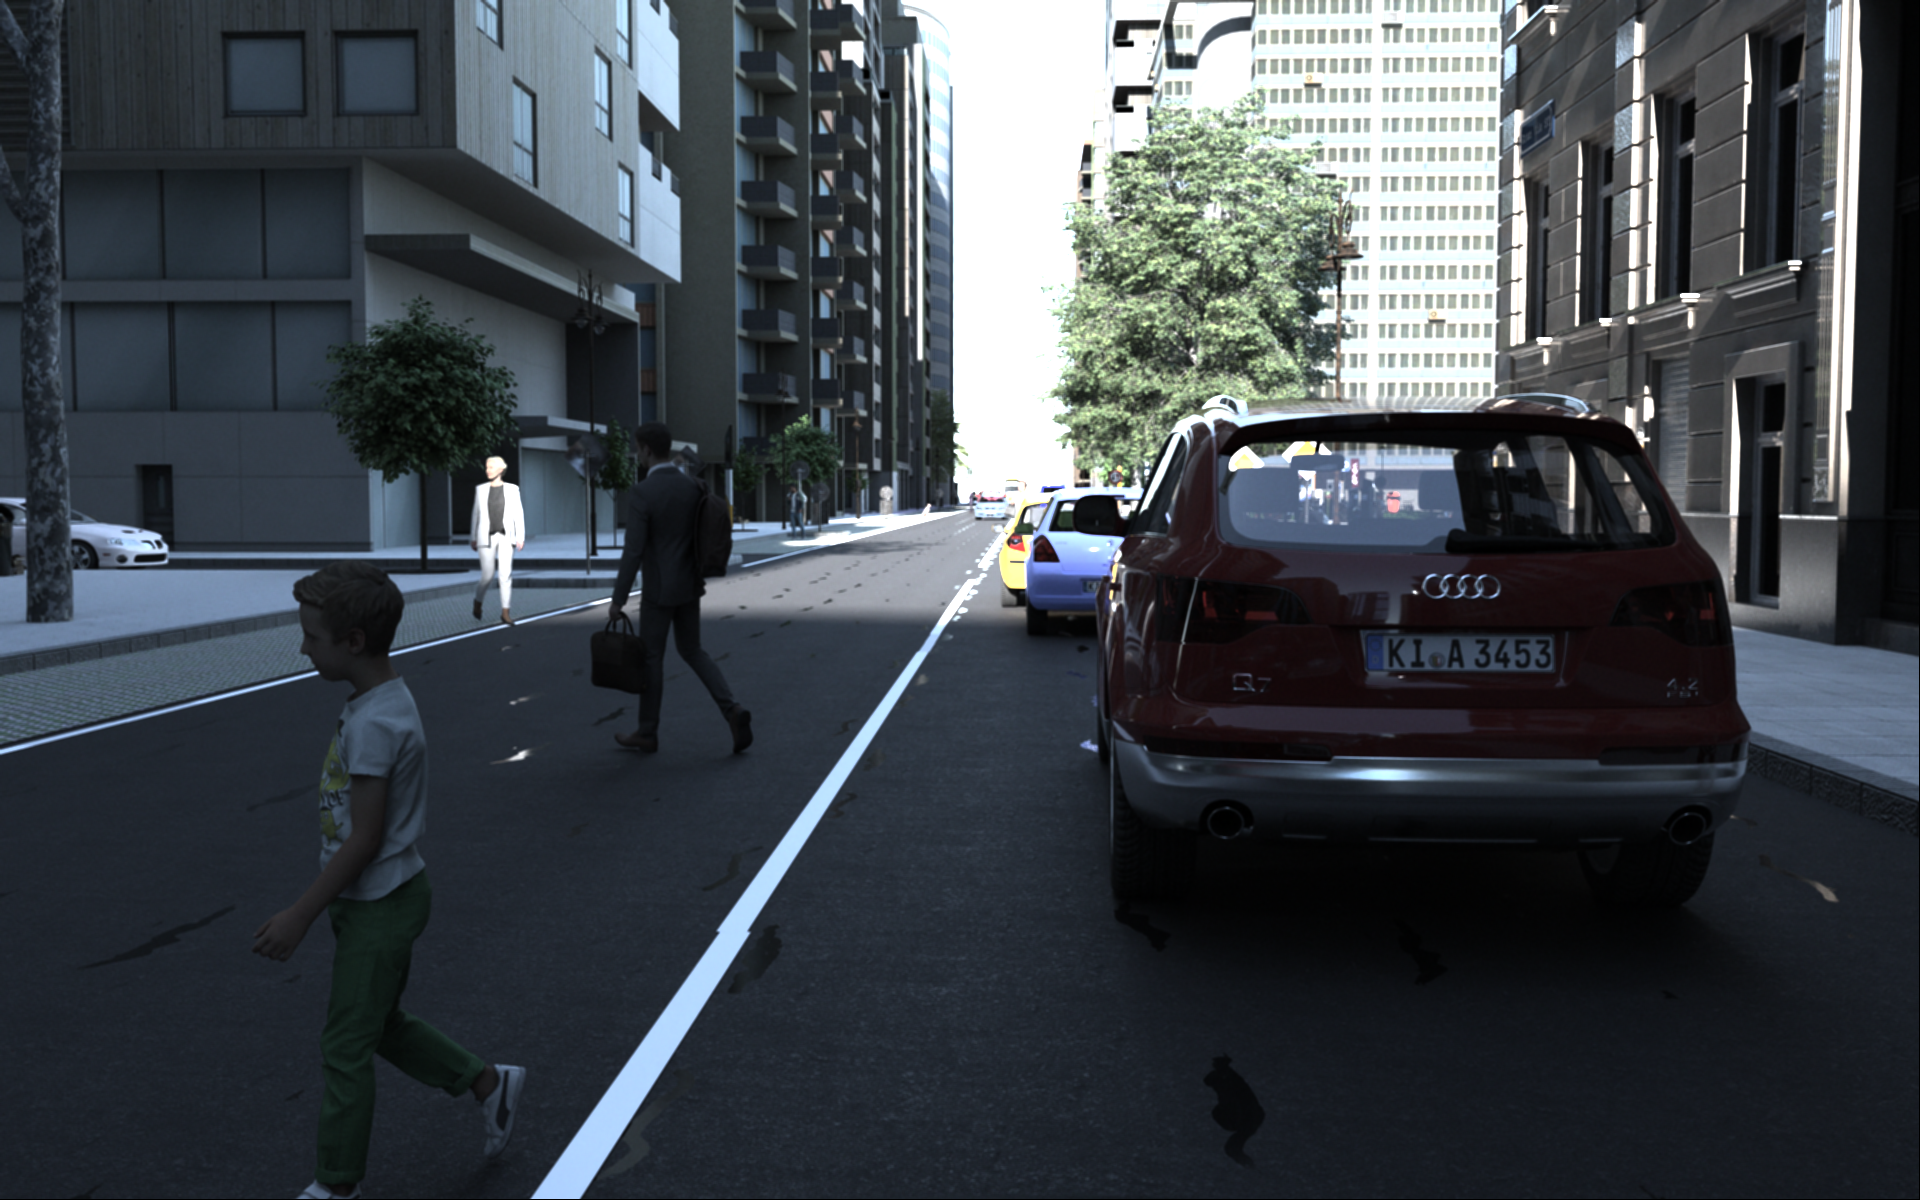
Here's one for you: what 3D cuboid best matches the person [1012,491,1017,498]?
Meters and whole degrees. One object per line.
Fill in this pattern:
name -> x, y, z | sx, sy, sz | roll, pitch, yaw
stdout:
person -> 7.243, -12.953, 220.419 | 1.348, 1.807, 0.705 | -2, 4, -24

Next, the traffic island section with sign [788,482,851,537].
traffic island section with sign -> -4.703, -3.036, 58.259 | 1.989, 1.847, 2.006 | 0, 4, 2

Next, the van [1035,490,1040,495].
van -> 8.784, -10.912, 185.422 | 2.013, 2.044, 4.112 | 0, 4, 4

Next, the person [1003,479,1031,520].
person -> 1.364, -2.002, 41.589 | 0.716, 1.782, 0.532 | 1, 4, 18

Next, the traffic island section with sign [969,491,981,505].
traffic island section with sign -> 1.818, -12.782, 217.617 | 1.989, 1.847, 2.006 | 0, 4, 2

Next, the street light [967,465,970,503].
street light -> 1.274, -16.964, 250.155 | 0.468, 5.910, 1.993 | 0, 4, 2

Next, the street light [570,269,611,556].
street light -> -7.601, -3.852, 35.776 | 0.468, 5.910, 1.993 | 0, 4, 2

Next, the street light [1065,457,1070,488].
street light -> 13.555, -14.759, 214.090 | 0.468, 5.910, 1.993 | 0, 4, 2

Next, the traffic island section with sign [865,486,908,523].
traffic island section with sign -> -3.584, -4.683, 85.191 | 1.989, 1.847, 2.006 | 0, 4, 2

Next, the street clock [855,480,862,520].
street clock -> -5.097, -5.032, 86.850 | 0.358, 2.002, 0.471 | -1, 4, -17

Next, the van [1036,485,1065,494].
van -> 6.404, -7.064, 119.886 | 2.240, 2.365, 5.245 | 0, 4, 2

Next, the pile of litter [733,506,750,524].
pile of litter -> -9.791, -3.791, 75.956 | 1.176, 0.858, 1.719 | 0, 4, 4

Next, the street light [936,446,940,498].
street light -> -2.167, -11.885, 167.109 | 0.468, 5.910, 1.993 | 0, 4, 2

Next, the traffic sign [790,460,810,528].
traffic sign -> -6.072, -4.007, 65.626 | 0.768, 2.556, 0.104 | 0, 4, 4

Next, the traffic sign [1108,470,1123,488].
traffic sign -> 8.112, -5.524, 90.422 | 0.768, 2.556, 0.104 | 1, 4, 11

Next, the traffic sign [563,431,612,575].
traffic sign -> -5.920, -1.462, 27.544 | 0.795, 2.450, 0.064 | 0, 4, 2

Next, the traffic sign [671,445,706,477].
traffic sign -> -5.594, -1.950, 35.523 | 0.795, 2.450, 0.064 | 0, 4, 2

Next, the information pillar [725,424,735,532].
information pillar -> -7.779, -4.096, 58.328 | 0.183, 3.616, 0.504 | -2, 4, -28

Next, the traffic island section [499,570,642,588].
traffic island section -> -5.944, -0.326, 27.607 | 2.009, 0.180, 2.903 | 0, 4, 2

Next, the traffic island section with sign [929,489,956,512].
traffic island section with sign -> -1.556, -7.719, 134.826 | 1.989, 1.847, 2.006 | 0, 4, 2

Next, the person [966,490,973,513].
person -> 0.755, -7.669, 134.337 | 0.568, 1.767, 0.683 | -2, 4, -23

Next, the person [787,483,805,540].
person -> -5.158, -2.783, 54.351 | 0.623, 1.781, 0.721 | 1, 4, 10

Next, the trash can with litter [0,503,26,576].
trash can with litter -> -15.139, -0.968, 27.221 | 0.624, 1.170, 1.055 | -1, 4, -10

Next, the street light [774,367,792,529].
street light -> -6.409, -5.512, 62.904 | 0.468, 5.910, 1.993 | 0, 4, 2

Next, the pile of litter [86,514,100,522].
pile of litter -> -18.199, -1.345, 35.958 | 1.719, 0.858, 1.176 | 0, 4, 0

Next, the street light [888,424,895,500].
street light -> -4.484, -8.545, 112.497 | 0.468, 5.910, 1.993 | 0, 4, 2

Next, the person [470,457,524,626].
person -> -5.118, -0.653, 19.062 | 0.514, 1.842, 0.818 | -3, 4, -36

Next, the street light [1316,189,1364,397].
street light -> 5.815, -3.294, 26.645 | 0.468, 5.910, 1.993 | 0, 4, 2

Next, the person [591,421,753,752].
person -> -1.586, -0.065, 9.528 | 0.822, 1.834, 0.622 | 2, 4, 29

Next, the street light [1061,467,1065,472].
street light -> 14.654, -16.440, 241.586 | 0.468, 5.910, 1.993 | 0, 4, 2

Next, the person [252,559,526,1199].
person -> -1.138, 0.567, 3.481 | 0.590, 1.304, 0.306 | -3, 5, -41

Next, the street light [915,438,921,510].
street light -> -3.414, -10.219, 139.873 | 0.468, 5.910, 1.993 | 0, 4, 2

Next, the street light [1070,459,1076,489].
street light -> 12.306, -13.017, 185.623 | 0.468, 5.910, 1.993 | 0, 4, 2

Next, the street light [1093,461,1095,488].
street light -> 10.091, -9.647, 130.519 | 0.468, 5.910, 1.993 | 0, 4, 2

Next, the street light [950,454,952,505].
street light -> -1.044, -13.629, 195.614 | 0.468, 5.910, 1.993 | 0, 4, 2

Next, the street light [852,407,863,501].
street light -> -5.362, -7.199, 90.499 | 0.468, 5.910, 1.993 | 0, 4, 2

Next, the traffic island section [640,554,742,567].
traffic island section -> -5.618, -0.814, 35.585 | 2.009, 0.180, 2.903 | 0, 4, 2

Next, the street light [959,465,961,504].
street light -> 0.030, -15.288, 222.747 | 0.468, 5.910, 1.993 | 0, 4, 2

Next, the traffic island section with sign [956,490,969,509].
traffic island section with sign -> -0.439, -9.411, 162.496 | 1.989, 1.847, 2.006 | 0, 4, 2

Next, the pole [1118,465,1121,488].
pole -> 9.852, -6.915, 106.897 | 0.158, 3.312, 0.155 | 0, 3, 0
